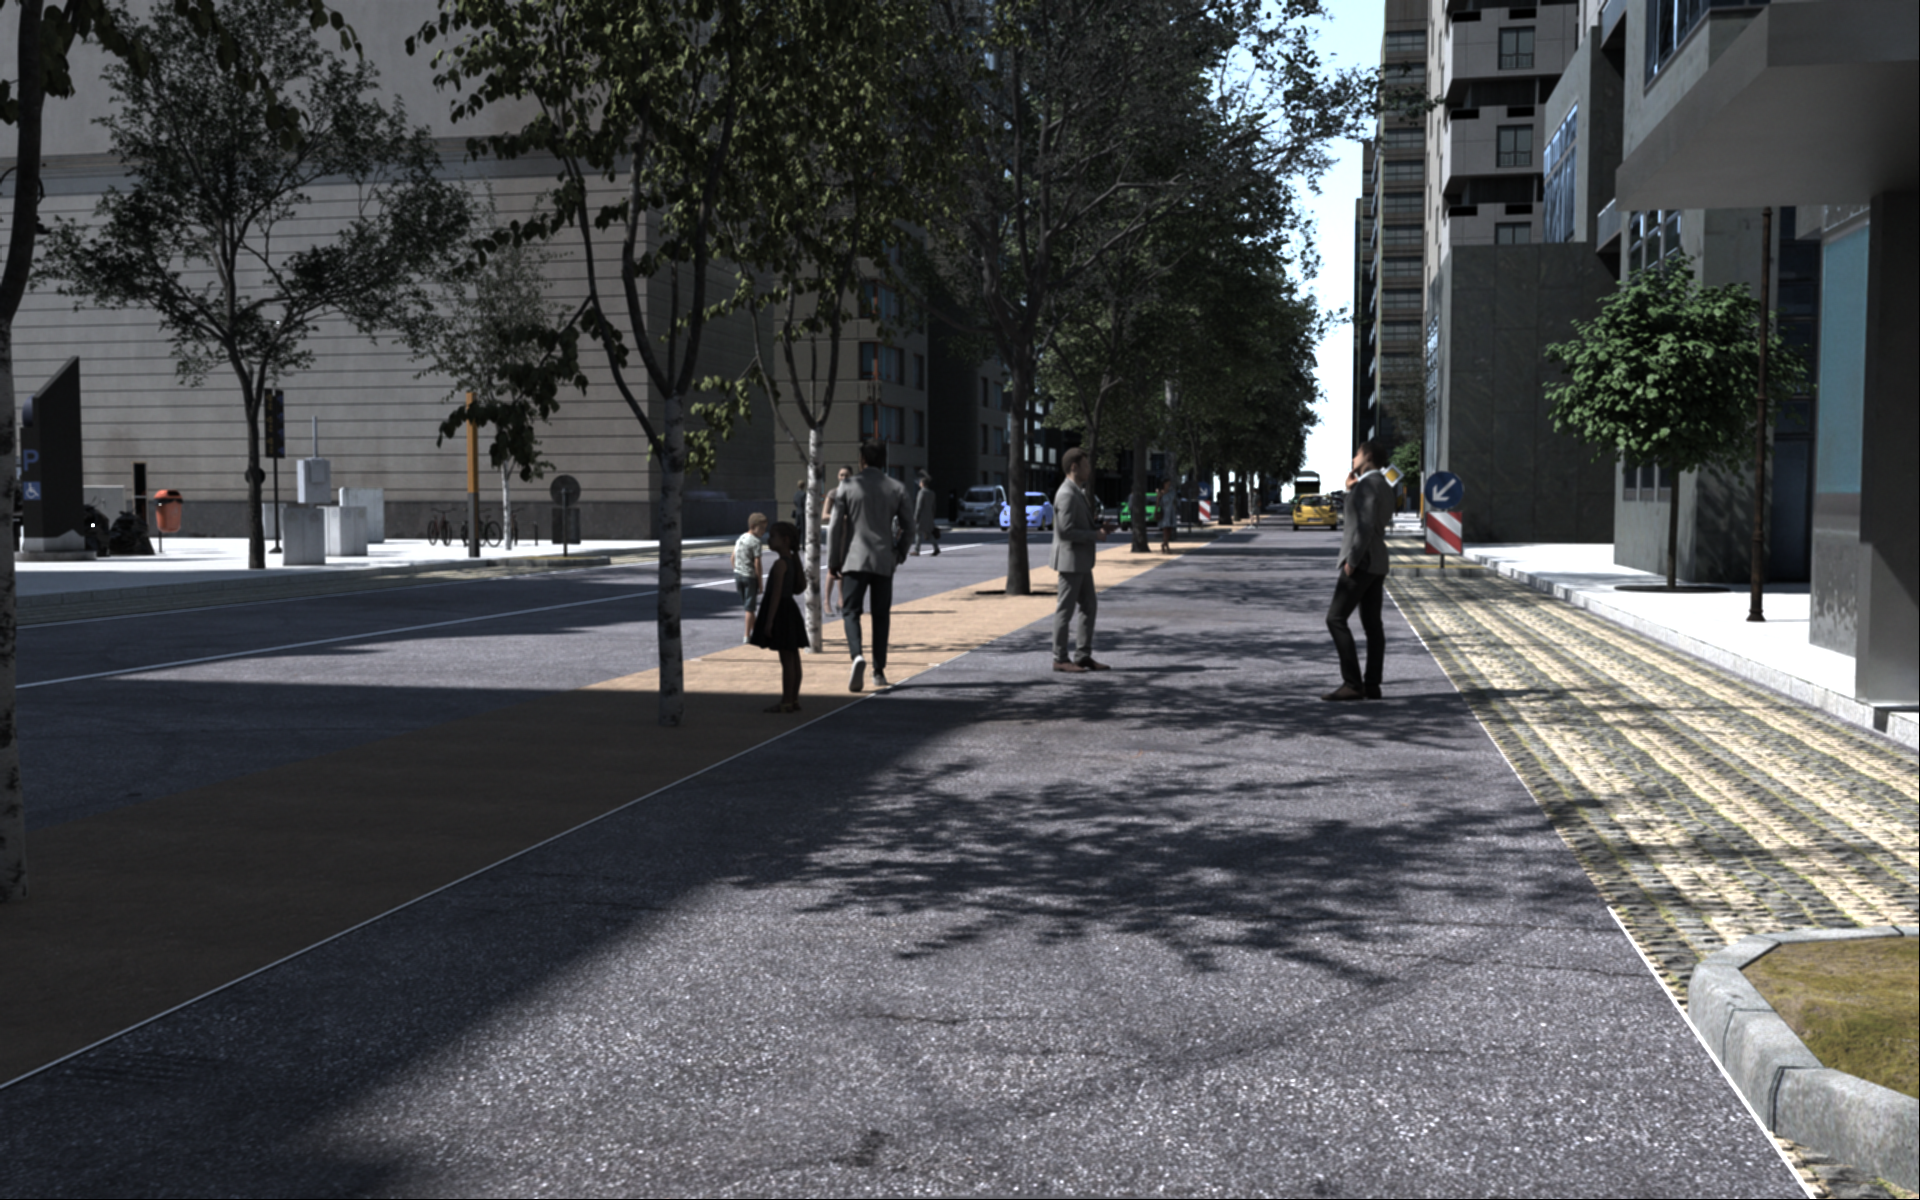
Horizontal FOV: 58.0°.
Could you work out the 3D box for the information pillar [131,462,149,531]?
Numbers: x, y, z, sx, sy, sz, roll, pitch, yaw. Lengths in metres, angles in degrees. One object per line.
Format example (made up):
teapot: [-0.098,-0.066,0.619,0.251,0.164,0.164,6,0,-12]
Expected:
information pillar: [-18.823,-2.158,39.773,0.304,2.012,0.304,-2,4,-29]

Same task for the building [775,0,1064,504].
building: [-5.206,-30.926,125.249,23.786,49.044,30.456,1,4,12]

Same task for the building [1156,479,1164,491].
building: [8.147,-31.324,204.032,32.217,40.220,23.993,1,4,12]

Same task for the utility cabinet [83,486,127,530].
utility cabinet: [-22.996,-2.306,46.390,1.173,1.500,0.318,-1,4,-9]

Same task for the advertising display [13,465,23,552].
advertising display: [-20.947,-2.015,38.159,0.974,1.923,0.123,-2,4,-29]

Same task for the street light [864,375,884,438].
street light: [-3.334,-5.782,67.328,0.468,5.910,1.993,1,4,12]

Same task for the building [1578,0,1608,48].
building: [40.187,-32.115,67.073,28.212,58.520,21.231,1,4,12]

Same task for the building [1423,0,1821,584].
building: [22.643,-44.209,35.494,22.319,86.520,31.000,1,4,12]

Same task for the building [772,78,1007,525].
building: [-13.812,-14.797,86.970,27.650,21.520,28.899,1,4,12]

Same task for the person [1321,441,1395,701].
person: [2.789,-0.210,12.113,0.473,1.802,0.592,3,5,44]

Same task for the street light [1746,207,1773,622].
street light: [8.026,-2.722,17.287,0.468,5.910,1.993,1,4,12]

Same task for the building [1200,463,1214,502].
building: [35.226,-37.088,289.975,14.154,41.232,14.086,1,4,12]

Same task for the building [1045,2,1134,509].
building: [4.221,-30.690,156.412,22.147,44.769,28.867,1,4,12]

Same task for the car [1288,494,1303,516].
car: [22.909,-6.337,115.402,2.131,1.459,4.920,1,4,11]

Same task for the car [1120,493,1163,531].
car: [7.381,-3.616,67.922,1.959,1.807,4.718,1,4,13]

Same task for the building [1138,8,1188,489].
building: [20.929,-56.653,238.948,22.319,86.520,31.000,1,4,12]

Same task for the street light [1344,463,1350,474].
street light: [57.064,-17.224,254.400,0.468,5.910,1.993,1,4,12]

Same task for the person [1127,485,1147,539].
person: [5.733,-2.822,55.313,0.598,1.740,0.731,3,5,41]

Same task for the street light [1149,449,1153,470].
street light: [19.799,-12.633,179.341,0.468,5.910,1.993,1,4,12]

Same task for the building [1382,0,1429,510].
building: [41.895,-28.116,143.290,14.154,41.232,14.086,1,4,12]

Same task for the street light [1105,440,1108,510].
street light: [12.103,-10.365,142.249,0.468,5.910,1.993,1,4,12]

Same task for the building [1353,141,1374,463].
building: [53.771,-31.708,202.022,14.154,41.232,14.086,1,4,12]

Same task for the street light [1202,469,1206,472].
street light: [36.824,-17.655,261.449,0.468,5.910,1.993,1,4,12]

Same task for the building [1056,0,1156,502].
building: [9.937,-45.355,179.798,20.563,71.187,20.611,1,4,12]

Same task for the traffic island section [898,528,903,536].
traffic island section: [-3.102,-2.242,58.942,2.009,0.180,2.903,1,4,12]

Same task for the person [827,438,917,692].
person: [-0.642,-0.266,12.691,0.661,1.843,0.795,0,4,-7]

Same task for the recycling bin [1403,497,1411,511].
recycling bin: [34.582,-7.483,134.897,0.722,1.027,0.722,-2,4,-28]

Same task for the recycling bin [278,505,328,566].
recycling bin: [-11.887,-1.149,31.344,0.722,1.027,0.722,-1,4,-22]

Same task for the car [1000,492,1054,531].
car: [2.654,-3.576,68.067,1.945,1.707,3.694,1,4,12]

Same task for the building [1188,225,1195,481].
building: [28.799,-37.443,262.300,14.600,45.320,14.200,1,4,12]

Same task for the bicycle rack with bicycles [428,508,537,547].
bicycle rack with bicycles: [-11.715,-1.806,42.902,2.852,0.926,2.925,-2,4,-30]

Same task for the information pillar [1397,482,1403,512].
information pillar: [30.826,-7.964,121.566,0.504,3.616,0.183,3,4,38]

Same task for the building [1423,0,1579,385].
building: [43.018,-31.564,105.315,28.713,52.752,27.495,1,4,12]

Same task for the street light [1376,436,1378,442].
street light: [32.463,-9.920,134.982,0.468,5.910,1.993,1,4,12]

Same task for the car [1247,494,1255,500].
car: [34.788,-11.923,204.723,2.009,1.686,4.222,1,4,10]

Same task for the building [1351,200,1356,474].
building: [61.461,-33.992,239.369,14.154,41.232,14.086,1,4,12]

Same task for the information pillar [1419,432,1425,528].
information pillar: [17.290,-4.484,64.672,0.183,3.616,0.504,1,4,22]

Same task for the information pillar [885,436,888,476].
information pillar: [-2.984,-4.820,70.163,0.183,3.616,0.504,0,4,4]

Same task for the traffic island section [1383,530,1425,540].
traffic island section: [13.831,-2.028,55.445,2.009,0.180,2.903,1,4,12]

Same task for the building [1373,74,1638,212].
building: [54.116,-34.214,179.014,23.786,49.044,30.456,1,4,12]

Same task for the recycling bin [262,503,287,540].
recycling bin: [-19.420,-2.208,48.656,0.722,1.027,0.722,2,4,35]

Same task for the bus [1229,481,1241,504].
bus: [38.842,-15.176,242.985,2.948,3.499,13.247,1,4,10]

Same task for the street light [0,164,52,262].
street light: [-12.646,-3.056,22.761,0.468,5.910,1.993,1,4,12]

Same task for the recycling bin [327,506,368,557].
recycling bin: [-12.754,-1.420,35.764,0.722,1.027,0.722,2,4,27]

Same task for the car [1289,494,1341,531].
car: [14.081,-3.577,68.710,2.015,1.641,3.980,1,4,11]

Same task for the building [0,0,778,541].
building: [-19.199,-15.756,54.873,25.104,27.353,12.463,1,4,12]

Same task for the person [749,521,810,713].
person: [-1.180,0.114,11.310,0.373,1.253,0.362,1,4,14]

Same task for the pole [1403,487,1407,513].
pole: [29.504,-7.397,114.777,0.158,3.312,0.155,0,3,0]

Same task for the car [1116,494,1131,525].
car: [8.381,-4.195,80.385,2.131,1.459,4.920,1,4,11]

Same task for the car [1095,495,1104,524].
car: [5.723,-4.263,81.494,2.131,1.459,4.920,1,4,10]

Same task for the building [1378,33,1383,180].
building: [45.268,-31.044,157.676,14.600,45.320,14.200,1,4,12]

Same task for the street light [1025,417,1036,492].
street light: [4.221,-8.030,104.072,0.468,5.910,1.993,1,4,12]

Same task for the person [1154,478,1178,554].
person: [4.884,-2.003,41.338,0.616,1.811,0.778,-1,4,-13]

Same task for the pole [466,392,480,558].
pole: [-9.808,-2.510,34.880,0.158,3.312,0.155,0,3,0]

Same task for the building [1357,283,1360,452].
building: [58.974,-27.756,225.510,14.160,30.474,14.107,1,4,12]

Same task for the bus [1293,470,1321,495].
bus: [36.097,-11.531,180.083,2.896,3.916,12.252,1,4,11]

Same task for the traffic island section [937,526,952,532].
traffic island section: [-1.483,-2.721,66.762,2.009,0.180,2.903,1,4,12]

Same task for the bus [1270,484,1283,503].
bus: [52.162,-17.911,287.703,2.948,3.499,13.247,1,4,12]

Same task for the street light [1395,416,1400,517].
street light: [24.803,-7.674,98.260,0.468,5.910,1.993,1,4,12]
